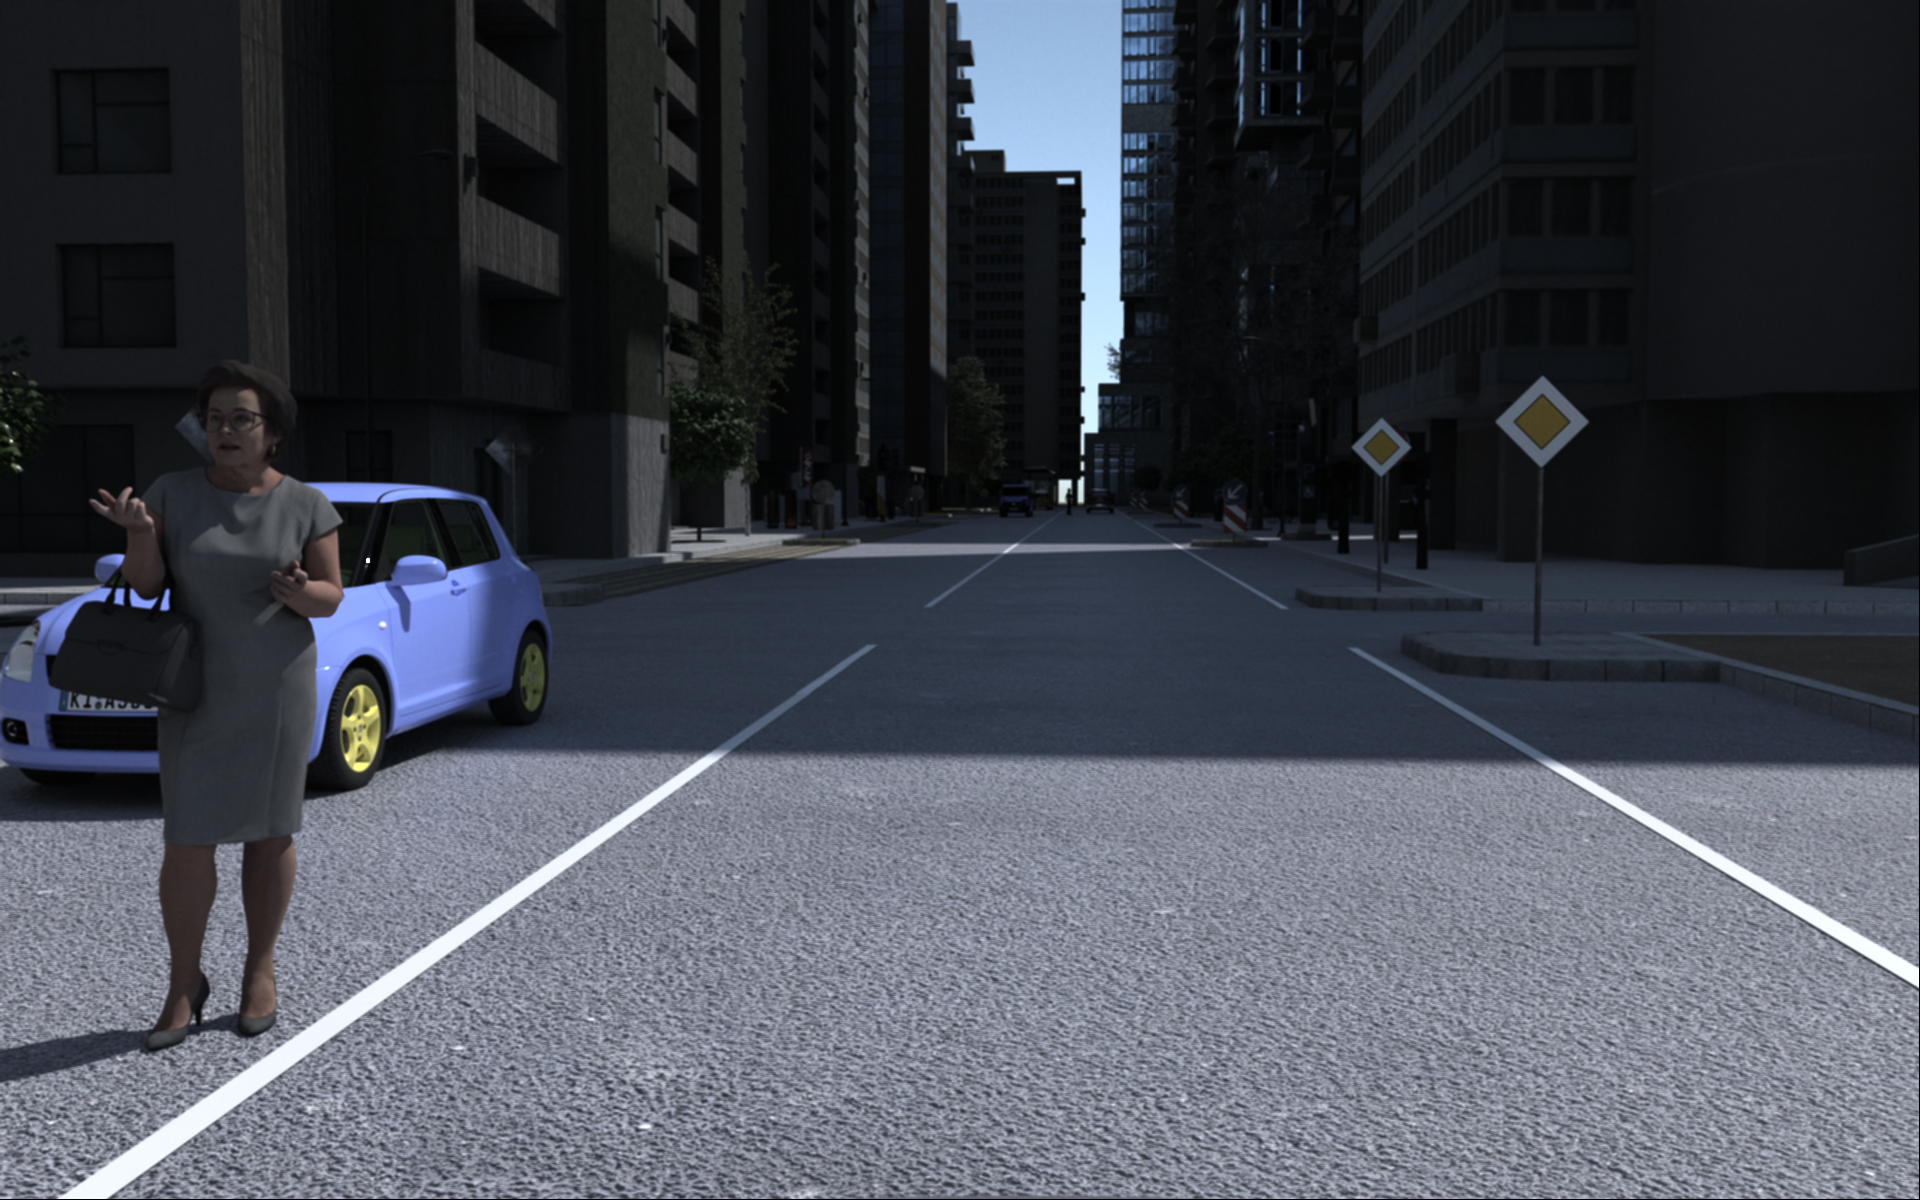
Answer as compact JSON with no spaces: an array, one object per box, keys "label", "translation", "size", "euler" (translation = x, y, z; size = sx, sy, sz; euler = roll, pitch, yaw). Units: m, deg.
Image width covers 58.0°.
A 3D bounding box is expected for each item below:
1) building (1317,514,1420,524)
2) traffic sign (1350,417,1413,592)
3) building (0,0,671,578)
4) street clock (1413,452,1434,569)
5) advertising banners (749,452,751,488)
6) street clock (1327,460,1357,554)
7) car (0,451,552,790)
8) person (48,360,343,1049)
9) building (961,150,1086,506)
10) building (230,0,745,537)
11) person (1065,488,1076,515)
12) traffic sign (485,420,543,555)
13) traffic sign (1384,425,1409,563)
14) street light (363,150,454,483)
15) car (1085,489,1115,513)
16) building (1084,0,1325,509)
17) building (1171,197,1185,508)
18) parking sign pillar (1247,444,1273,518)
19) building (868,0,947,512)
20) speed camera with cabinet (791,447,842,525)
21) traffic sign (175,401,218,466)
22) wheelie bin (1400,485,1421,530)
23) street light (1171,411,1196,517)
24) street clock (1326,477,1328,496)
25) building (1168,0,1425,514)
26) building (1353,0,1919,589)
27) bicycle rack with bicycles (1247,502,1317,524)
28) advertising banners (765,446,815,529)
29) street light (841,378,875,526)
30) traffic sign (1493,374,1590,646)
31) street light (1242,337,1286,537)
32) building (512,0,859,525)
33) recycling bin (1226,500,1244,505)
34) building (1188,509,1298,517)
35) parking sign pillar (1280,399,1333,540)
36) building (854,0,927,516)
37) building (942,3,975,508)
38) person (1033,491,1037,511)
[{"label":"building","translation":[27.717,-26.094,81.263],"size":[22.147,44.769,28.867],"euler":[0,4,4]},{"label":"traffic sign","translation":[5.476,-1.158,22.577],"size":[0.795,2.450,0.064],"euler":[0,4,4]},{"label":"building","translation":[-14.002,-15.899,31.654],"size":[14.160,30.474,14.107],"euler":[0,4,4]},{"label":"street clock","translation":[7.887,-1.525,29.510],"size":[0.358,2.002,0.471],"euler":[1,4,15]},{"label":"advertising banners","translation":[-8.968,-4.635,71.967],"size":[0.090,3.025,2.074],"euler":[1,4,10]},{"label":"street clock","translation":[8.251,-1.997,37.215],"size":[0.471,2.002,0.358],"euler":[3,4,38]},{"label":"car","translation":[-3.608,0.001,9.569],"size":[1.945,1.707,3.694],"euler":[0,4,6]},{"label":"person","translation":[-1.983,0.266,4.513],"size":[0.716,1.782,0.532],"euler":[-1,4,-17]},{"label":"building","translation":[2.296,-30.979,198.385],"size":[23.993,40.220,32.217],"euler":[0,4,4]},{"label":"building","translation":[-16.033,-17.805,62.812],"size":[14.160,30.474,14.107],"euler":[0,4,4]},{"label":"person","translation":[7.502,-6.732,118.502],"size":[0.705,1.831,1.348],"euler":[-2,4,-24]},{"label":"traffic sign","translation":[-6.035,-1.211,23.448],"size":[0.795,2.450,0.064],"euler":[0,4,4]},{"label":"traffic sign","translation":[7.887,-1.950,31.995],"size":[0.768,2.556,0.104],"euler":[1,4,9]},{"label":"street light","translation":[-7.527,-3.122,23.591],"size":[1.470,5.913,1.316],"euler":[0,4,4]},{"label":"car","translation":[10.472,-7.391,129.515],"size":[2.281,1.827,5.304],"euler":[0,4,4]},{"label":"building","translation":[29.356,-53.664,190.076],"size":[31.000,86.520,22.319],"euler":[0,4,4]},{"label":"building","translation":[27.091,-24.024,164.497],"size":[14.160,30.474,14.107],"euler":[0,4,4]},{"label":"parking sign pillar","translation":[16.305,-6.466,94.193],"size":[1.447,3.967,1.447],"euler":[2,4,24]},{"label":"building","translation":[-8.468,-29.320,129.485],"size":[14.600,45.320,14.200],"euler":[0,4,4]},{"label":"speed camera with cabinet","translation":[-6.028,-4.791,72.669],"size":[2.038,3.252,0.660],"euler":[-1,4,-21]},{"label":"traffic sign","translation":[-6.626,-0.724,15.485],"size":[0.795,2.450,0.064],"euler":[0,4,4]},{"label":"wheelie bin","translation":[15.855,-3.265,61.291],"size":[0.693,1.594,0.980],"euler":[-3,5,-39]},{"label":"street light","translation":[12.521,-7.616,97.066],"size":[1.470,5.913,1.316],"euler":[0,4,4]},{"label":"street clock","translation":[15.190,-4.062,70.990],"size":[0.358,2.002,0.471],"euler":[0,4,-7]},{"label":"building","translation":[28.639,-29.836,142.440],"size":[22.147,44.769,28.867],"euler":[0,4,4]},{"label":"building","translation":[21.814,-21.060,36.211],"size":[23.993,40.220,32.217],"euler":[0,4,4]},{"label":"bicycle rack with bicycles","translation":[14.345,-3.806,75.611],"size":[2.852,0.926,2.925],"euler":[-3,4,-38]},{"label":"advertising banners","translation":[-6.277,-4.146,63.973],"size":[2.074,3.025,0.090],"euler":[1,4,23]},{"label":"street light","translation":[-4.076,-5.920,69.338],"size":[1.470,5.913,1.316],"euler":[0,4,4]},{"label":"traffic sign","translation":[4.885,-0.671,14.614],"size":[0.795,2.450,0.064],"euler":[0,4,4]},{"label":"street light","translation":[9.033,-4.818,51.322],"size":[1.470,5.913,1.316],"euler":[0,4,4]},{"label":"building","translation":[-13.028,-19.291,87.116],"size":[14.160,30.474,14.107],"euler":[0,4,4]},{"label":"recycling bin","translation":[12.725,-4.136,80.182],"size":[0.722,1.027,0.722],"euler":[0,4,-3]},{"label":"building","translation":[26.497,-48.800,110.549],"size":[22.319,86.520,31.000],"euler":[0,4,4]},{"label":"parking sign pillar","translation":[9.719,-3.670,48.470],"size":[1.447,3.967,1.447],"euler":[0,4,7]},{"label":"building","translation":[-18.815,-25.652,111.293],"size":[32.217,40.220,23.993],"euler":[0,4,4]},{"label":"building","translation":[-14.146,-33.165,161.849],"size":[30.456,49.044,23.786],"euler":[0,4,4]},{"label":"person","translation":[6.425,-8.403,146.709],"size":[0.721,1.723,1.217],"euler":[0,4,7]}]
